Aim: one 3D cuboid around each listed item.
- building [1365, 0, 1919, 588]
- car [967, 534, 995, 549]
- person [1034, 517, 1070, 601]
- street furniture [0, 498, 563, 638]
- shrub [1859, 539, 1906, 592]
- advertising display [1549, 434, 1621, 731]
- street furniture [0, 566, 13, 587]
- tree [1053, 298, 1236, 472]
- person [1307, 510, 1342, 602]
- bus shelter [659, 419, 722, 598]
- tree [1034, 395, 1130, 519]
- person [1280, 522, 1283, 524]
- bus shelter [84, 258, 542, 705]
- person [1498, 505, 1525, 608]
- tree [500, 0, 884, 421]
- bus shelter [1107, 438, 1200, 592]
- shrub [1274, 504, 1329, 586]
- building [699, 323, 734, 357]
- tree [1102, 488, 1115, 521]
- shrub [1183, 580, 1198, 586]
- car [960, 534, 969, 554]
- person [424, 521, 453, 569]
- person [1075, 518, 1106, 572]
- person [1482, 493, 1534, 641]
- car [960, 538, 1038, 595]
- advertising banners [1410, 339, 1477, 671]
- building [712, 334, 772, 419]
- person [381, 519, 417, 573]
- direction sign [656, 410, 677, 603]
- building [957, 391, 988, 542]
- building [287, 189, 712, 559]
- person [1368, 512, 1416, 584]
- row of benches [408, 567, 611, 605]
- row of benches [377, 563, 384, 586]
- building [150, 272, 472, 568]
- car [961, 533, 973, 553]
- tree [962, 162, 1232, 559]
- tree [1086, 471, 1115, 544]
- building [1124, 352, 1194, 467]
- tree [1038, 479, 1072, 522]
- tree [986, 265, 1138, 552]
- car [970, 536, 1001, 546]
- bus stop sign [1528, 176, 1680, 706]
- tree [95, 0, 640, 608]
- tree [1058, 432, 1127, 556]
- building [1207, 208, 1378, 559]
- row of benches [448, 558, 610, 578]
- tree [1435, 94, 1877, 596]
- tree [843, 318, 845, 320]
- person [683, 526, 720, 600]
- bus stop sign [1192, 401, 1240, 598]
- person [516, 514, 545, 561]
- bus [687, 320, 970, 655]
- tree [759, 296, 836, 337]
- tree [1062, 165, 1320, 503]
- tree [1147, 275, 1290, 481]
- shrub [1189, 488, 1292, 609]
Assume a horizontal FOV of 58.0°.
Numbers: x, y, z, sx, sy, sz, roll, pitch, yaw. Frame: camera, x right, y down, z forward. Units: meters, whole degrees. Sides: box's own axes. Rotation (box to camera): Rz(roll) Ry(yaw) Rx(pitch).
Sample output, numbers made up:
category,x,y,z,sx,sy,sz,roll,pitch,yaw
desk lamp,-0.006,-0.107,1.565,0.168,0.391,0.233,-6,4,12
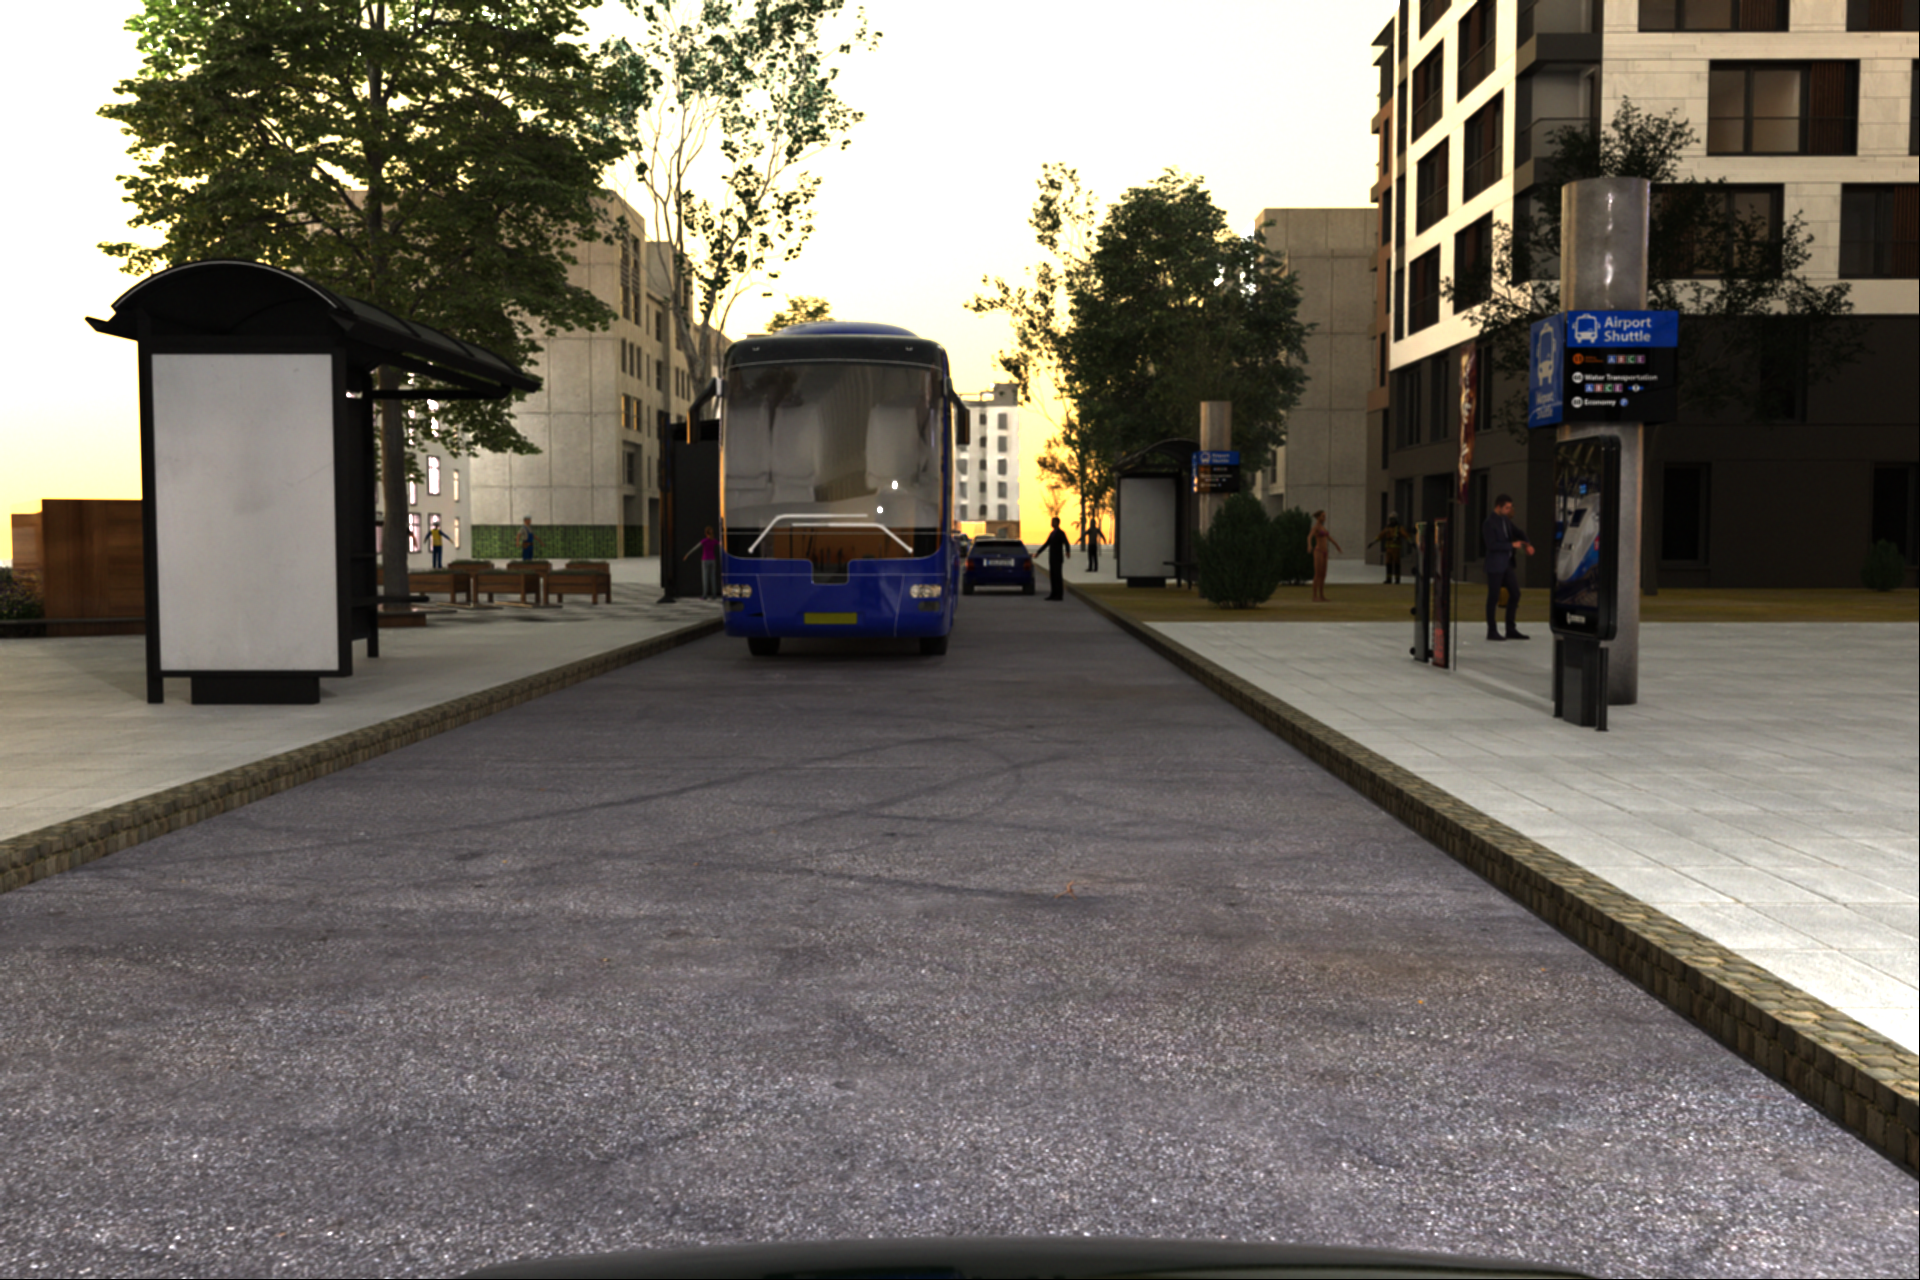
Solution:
category,x,y,z,sx,sy,sz,roll,pitch,yaw
building,27.461,-12.988,56.332,27.936,21.610,32.646,0,4,1
car,1.439,-5.567,101.246,2.015,1.641,3.980,0,4,0
person,2.046,-1.755,37.375,0.704,1.802,1.346,-2,4,-29
street furniture,-12.489,-1.152,25.685,11.010,1.723,9.812,-2,4,-32
shrub,20.464,-1.669,38.400,1.383,1.207,1.383,0,3,0
advertising display,4.192,-0.394,11.655,0.123,1.923,0.974,0,4,1
street furniture,-21.054,-1.575,32.599,11.010,1.723,9.812,-1,4,-19
tree,7.905,-9.025,73.313,9.928,11.665,9.643,0,3,0
person,6.915,-1.596,32.903,0.721,1.733,1.217,3,5,41
bus shelter,-5.100,-2.830,37.554,1.731,3.624,6.357,0,4,1
tree,8.414,-10.843,111.688,8.767,10.594,7.601,2,4,27
person,11.614,-3.397,62.269,0.721,1.740,1.216,0,4,-5
bus shelter,-5.394,-1.319,15.491,2.014,3.302,5.546,0,3,0
person,9.575,-1.475,30.254,0.704,1.812,1.346,0,4,3
tree,-9.083,-11.972,51.629,12.611,20.169,13.585,0,3,0
bus shelter,4.581,-2.765,39.125,2.014,3.302,5.546,0,4,0
shrub,8.367,-2.377,43.284,1.690,2.028,1.600,0,3,0
building,-26.263,-21.850,188.171,19.493,23.208,18.063,0,4,1
tree,19.794,-16.226,215.654,4.737,8.622,4.395,0,3,0
shrub,6.074,-2.391,43.139,1.661,2.075,1.752,0,3,0
car,-0.380,-6.759,120.301,2.009,1.686,4.222,0,4,1
person,-19.338,-3.530,64.187,1.216,1.772,0.721,1,4,15
person,4.518,-3.245,59.189,1.348,1.813,0.705,-2,4,-34
person,6.634,-0.879,20.864,0.683,1.767,0.568,-3,5,-45
car,0.933,-1.799,41.999,1.945,1.354,3.894,0,4,1
advertising banners,4.645,-1.253,16.672,0.090,3.025,2.074,0,4,1
building,-21.937,-18.858,164.754,16.016,20.090,11.380,0,4,1
person,-15.368,-2.536,47.608,1.345,1.843,0.704,2,4,29
direction sign,-5.459,-2.453,32.097,0.379,3.537,0.876,0,4,1
building,-3.429,-22.105,220.292,11.380,20.090,16.016,0,4,-6
building,-25.861,-14.586,104.941,16.747,18.905,31.486,0,4,1
person,11.197,-2.386,44.778,1.354,1.858,0.705,3,5,42
row of benches,-8.370,-1.028,32.265,4.104,0.672,1.422,1,4,14
row of benches,-14.042,-1.379,38.003,4.104,0.672,1.422,1,4,20
building,-24.752,-7.809,69.833,9.099,9.664,28.070,0,4,2
car,-0.064,-7.030,124.533,1.945,1.707,3.694,0,4,0
tree,6.937,-14.284,89.431,12.611,20.169,13.585,0,3,0
tree,19.650,-17.625,222.579,7.601,10.594,8.767,0,3,0
building,26.155,-20.922,173.009,19.493,23.208,18.063,0,4,1
tree,12.352,-16.264,216.277,4.360,8.622,3.978,0,3,0
tree,8.198,-16.379,123.689,12.611,20.169,13.585,0,3,0
car,1.446,-4.496,86.094,1.945,1.354,3.894,0,4,1
bus stop sign,4.856,-1.476,13.144,0.837,3.901,0.837,0,4,1
tree,-8.183,-6.482,24.103,7.486,12.596,7.792,0,3,0
tree,7.979,-9.148,99.937,4.737,8.622,4.395,0,3,0
building,24.949,-14.441,102.561,16.747,18.905,31.486,0,4,1
row of benches,-10.958,-1.730,43.755,4.104,0.672,1.422,0,4,-7
tree,14.480,-6.224,36.177,8.767,10.594,7.601,0,4,7
tree,-7.505,-11.510,98.553,12.009,13.543,11.850,0,3,0
person,-4.922,-1.500,33.785,0.991,1.433,0.599,-2,4,-32
bus stop sign,5.097,-2.788,34.598,0.837,3.901,0.837,0,3,0
person,-12.464,-2.701,50.025,0.705,1.847,1.347,1,4,19
bus,-1.298,-1.970,23.752,2.896,3.916,12.251,0,4,0
tree,-7.571,-10.100,83.261,7.486,12.596,7.792,0,3,0
tree,7.986,-9.398,60.314,9.857,13.997,8.962,0,3,0
tree,6.844,-6.100,50.095,4.360,8.622,3.978,0,3,0
shrub,4.811,-1.571,29.733,1.661,2.075,1.752,0,3,0
